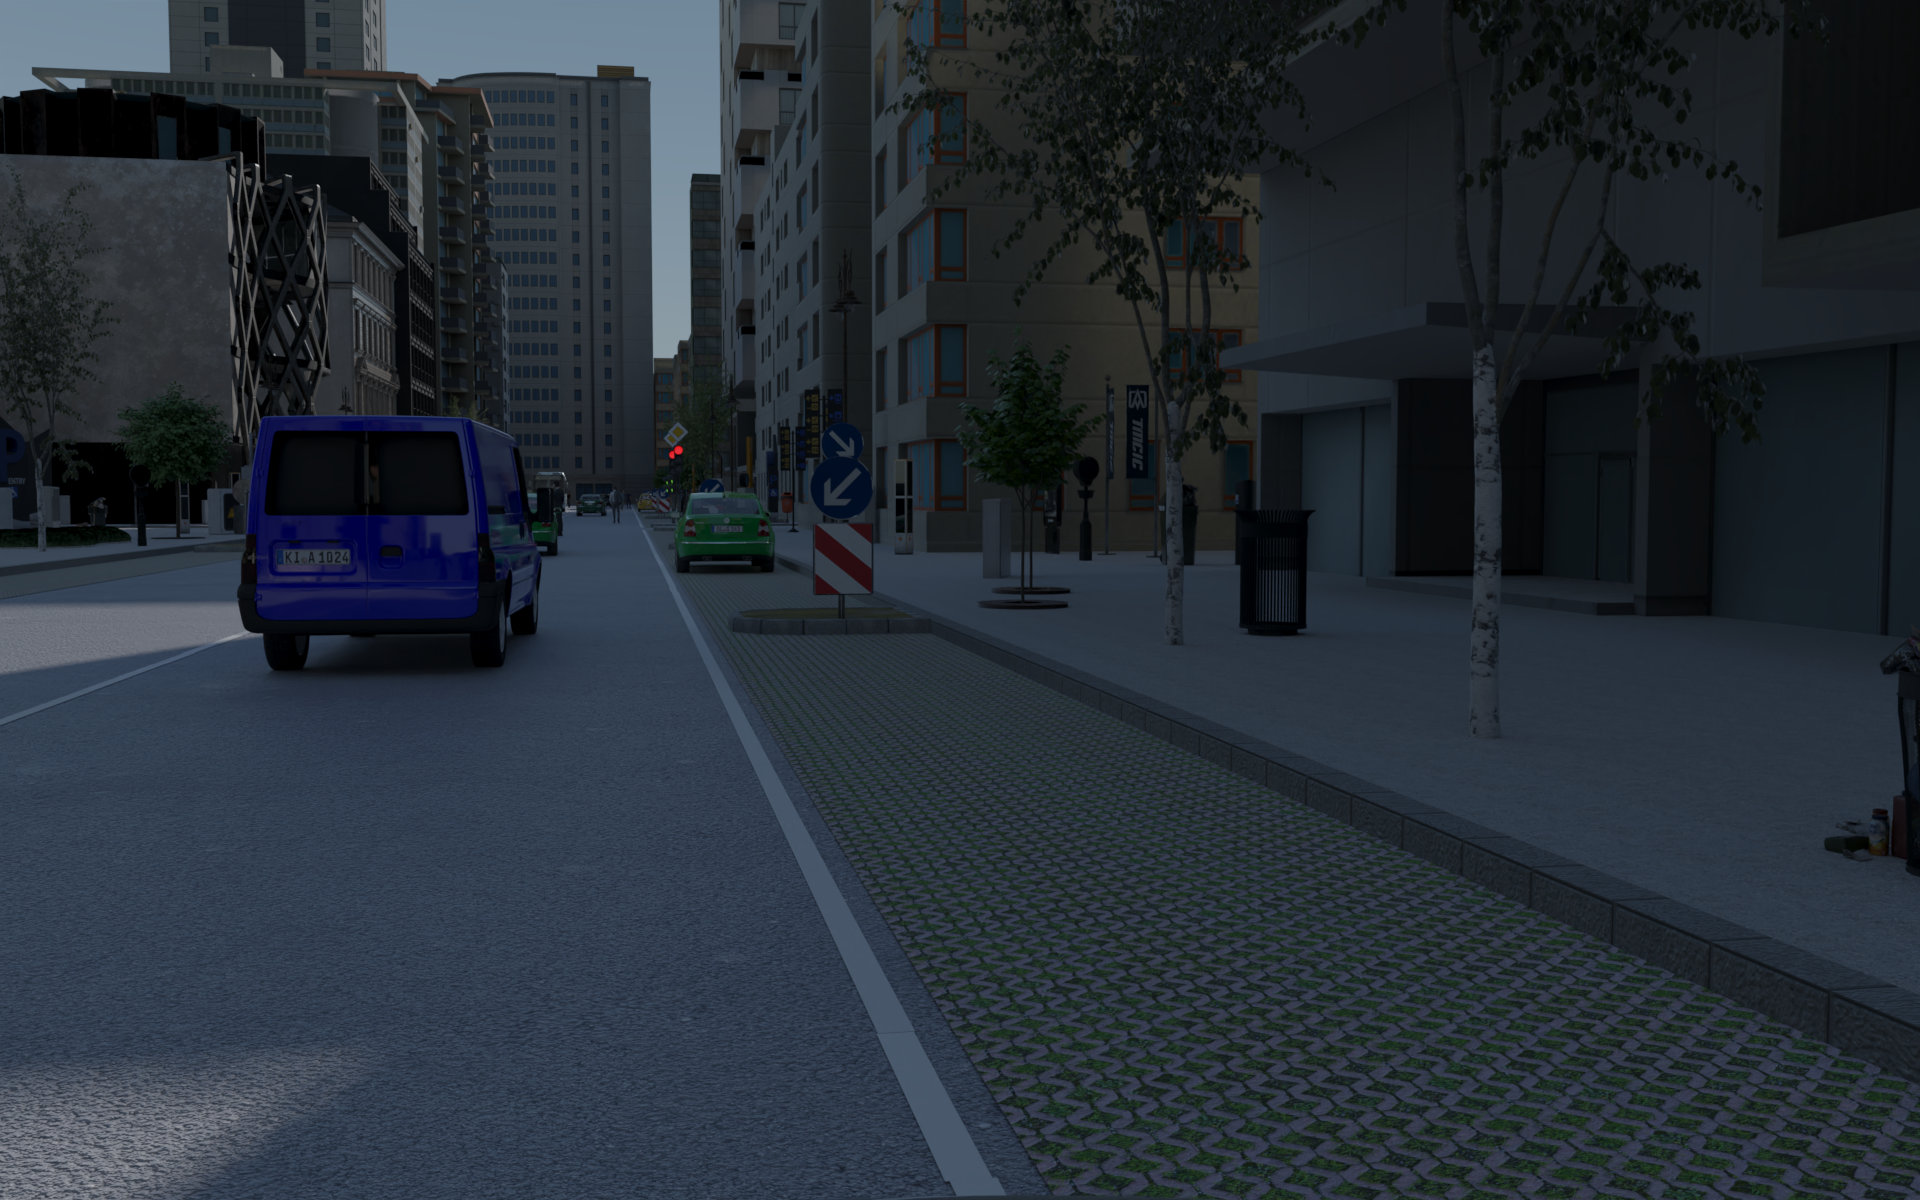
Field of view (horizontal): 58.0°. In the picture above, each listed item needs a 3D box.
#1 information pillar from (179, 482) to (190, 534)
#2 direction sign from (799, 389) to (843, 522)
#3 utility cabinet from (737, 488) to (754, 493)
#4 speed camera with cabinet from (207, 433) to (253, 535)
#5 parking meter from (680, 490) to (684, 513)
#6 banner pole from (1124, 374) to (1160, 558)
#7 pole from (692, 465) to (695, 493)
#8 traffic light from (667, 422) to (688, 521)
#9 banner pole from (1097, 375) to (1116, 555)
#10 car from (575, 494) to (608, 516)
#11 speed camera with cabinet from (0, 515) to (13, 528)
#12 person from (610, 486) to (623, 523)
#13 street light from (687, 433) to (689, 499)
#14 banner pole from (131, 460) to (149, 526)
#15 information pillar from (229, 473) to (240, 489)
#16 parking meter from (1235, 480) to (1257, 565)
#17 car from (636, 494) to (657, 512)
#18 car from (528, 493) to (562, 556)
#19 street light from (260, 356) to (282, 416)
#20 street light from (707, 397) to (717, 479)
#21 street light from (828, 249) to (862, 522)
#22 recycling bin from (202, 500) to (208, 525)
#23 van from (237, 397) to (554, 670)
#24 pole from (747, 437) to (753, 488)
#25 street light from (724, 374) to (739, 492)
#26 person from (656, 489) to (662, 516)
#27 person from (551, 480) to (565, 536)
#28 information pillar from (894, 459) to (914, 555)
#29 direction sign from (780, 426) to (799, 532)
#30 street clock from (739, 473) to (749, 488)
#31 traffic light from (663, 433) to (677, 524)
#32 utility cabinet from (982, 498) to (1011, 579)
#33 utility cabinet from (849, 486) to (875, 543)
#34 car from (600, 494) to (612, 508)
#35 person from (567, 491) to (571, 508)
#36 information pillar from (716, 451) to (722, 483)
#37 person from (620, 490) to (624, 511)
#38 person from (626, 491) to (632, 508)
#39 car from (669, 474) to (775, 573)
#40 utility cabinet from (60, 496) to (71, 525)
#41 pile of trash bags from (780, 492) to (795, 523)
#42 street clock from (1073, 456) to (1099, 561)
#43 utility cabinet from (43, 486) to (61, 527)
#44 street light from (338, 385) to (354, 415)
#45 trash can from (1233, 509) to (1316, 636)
[{"bbox_3d":[-25.204,-3.161,56.172,0.304,2.012,0.304,-3,5,-43],"label":"information pillar"},{"bbox_3d":[-2.935,-2.778,37.421,0.876,3.537,0.379,1,4,18],"label":"direction sign"},{"bbox_3d":[-7.349,-3.091,59.221,0.318,1.500,1.173,0,4,7],"label":"utility cabinet"},{"bbox_3d":[-23.044,-3.732,55.352,0.660,3.252,2.038,2,4,25],"label":"speed camera with cabinet"},{"bbox_3d":[-19.343,-6.828,120.050,0.372,1.533,0.369,0,3,0],"label":"parking meter"},{"bbox_3d":[3.735,-2.748,34.940,0.863,3.779,0.401,-1,4,-8],"label":"banner pole"},{"bbox_3d":[-18.347,-7.680,119.404,0.158,3.312,0.155,0,3,0],"label":"pole"},{"bbox_3d":[-10.969,-4.799,67.391,0.839,4.253,0.868,-1,4,-11],"label":"traffic light"},{"bbox_3d":[3.130,-2.826,36.221,0.401,3.779,0.863,0,4,-7],"label":"banner pole"},{"bbox_3d":[-24.071,-6.200,113.161,2.131,1.459,4.920,-1,4,-9],"label":"car"},{"bbox_3d":[-25.954,-3.133,45.566,2.038,3.252,0.660,1,4,18],"label":"speed camera with cabinet"},{"bbox_3d":[-16.948,-4.701,85.468,0.679,1.850,0.850,-1,4,-20],"label":"person"},{"bbox_3d":[-18.233,-8.748,115.811,0.468,5.910,1.993,-1,4,-11],"label":"street light"},{"bbox_3d":[-33.520,-4.939,70.776,0.401,3.779,0.863,2,4,27],"label":"banner pole"},{"bbox_3d":[-24.908,-3.367,59.536,0.304,2.012,0.304,-2,4,-32],"label":"information pillar"},{"bbox_3d":[5.177,-1.404,31.374,0.372,1.533,0.369,0,3,0],"label":"parking meter"},{"bbox_3d":[-24.966,-7.862,138.767,2.015,1.641,3.980,-1,4,-11],"label":"car"},{"bbox_3d":[-10.541,-1.999,41.473,1.959,1.807,4.718,-1,4,-13],"label":"car"},{"bbox_3d":[-23.089,-5.221,58.150,0.468,5.910,1.993,-1,4,-11],"label":"street light"},{"bbox_3d":[-11.790,-6.714,82.562,0.468,5.910,1.993,-1,4,-11],"label":"street light"},{"bbox_3d":[-2.169,-3.671,32.816,0.468,5.910,1.993,-1,4,-11],"label":"street light"},{"bbox_3d":[-31.241,-3.659,72.385,0.722,1.027,0.722,-2,4,-32],"label":"recycling bin"},{"bbox_3d":[-4.978,-0.701,15.849,2.240,2.365,5.245,-1,4,-9],"label":"van"},{"bbox_3d":[-7.493,-4.153,61.746,0.158,3.312,0.155,0,3,0],"label":"pole"},{"bbox_3d":[-8.812,-5.755,66.885,0.468,5.910,1.993,-1,4,-11],"label":"street light"},{"bbox_3d":[-18.595,-6.018,107.468,0.480,1.755,0.524,0,4,3],"label":"person"},{"bbox_3d":[-13.764,-3.130,59.044,0.474,1.900,0.648,0,4,-2],"label":"person"},{"bbox_3d":[-1.188,-1.968,36.676,0.304,2.012,0.304,2,4,29],"label":"information pillar"},{"bbox_3d":[-5.591,-4.038,58.022,0.876,3.537,0.379,1,4,11],"label":"direction sign"},{"bbox_3d":[-7.475,-3.396,60.089,0.358,2.002,0.471,1,4,10],"label":"street clock"},{"bbox_3d":[-12.484,-5.279,75.232,0.839,4.253,0.868,-1,4,-11],"label":"traffic light"},{"bbox_3d":[0.565,-0.954,26.759,0.306,1.237,1.020,1,4,10],"label":"utility cabinet"},{"bbox_3d":[-2.578,-2.236,45.233,0.318,1.500,1.173,-2,4,-25],"label":"utility cabinet"},{"bbox_3d":[-37.614,-10.591,182.952,2.009,1.686,4.222,-1,4,-12],"label":"car"},{"bbox_3d":[-41.134,-10.549,181.801,0.721,1.723,1.217,-2,4,-35],"label":"person"},{"bbox_3d":[-12.921,-6.217,93.007,0.183,3.616,0.504,-3,4,-38],"label":"information pillar"},{"bbox_3d":[-28.090,-8.265,143.974,0.444,1.785,0.601,1,4,17],"label":"person"},{"bbox_3d":[-32.856,-9.983,172.166,0.568,1.767,0.683,2,4,27],"label":"person"},{"bbox_3d":[-4.510,-1.469,32.816,1.959,1.807,4.718,-1,4,-10],"label":"car"},{"bbox_3d":[-37.597,-3.723,72.033,1.020,1.237,0.306,-2,4,-34],"label":"utility cabinet"},{"bbox_3d":[-8.968,-4.038,75.769,3.447,1.369,1.912,0,4,-6],"label":"pile of trash bags"},{"bbox_3d":[2.420,-1.758,33.307,0.471,2.002,0.358,-2,4,-26],"label":"street clock"},{"bbox_3d":[-26.070,-2.508,49.680,0.318,1.500,1.173,-1,4,-18],"label":"utility cabinet"},{"bbox_3d":[-26.101,-6.174,73.740,0.468,5.910,1.993,-1,4,-11],"label":"street light"},{"bbox_3d":[2.865,-0.255,15.831,0.748,1.137,0.748,0,3,0],"label":"trash can"}]
